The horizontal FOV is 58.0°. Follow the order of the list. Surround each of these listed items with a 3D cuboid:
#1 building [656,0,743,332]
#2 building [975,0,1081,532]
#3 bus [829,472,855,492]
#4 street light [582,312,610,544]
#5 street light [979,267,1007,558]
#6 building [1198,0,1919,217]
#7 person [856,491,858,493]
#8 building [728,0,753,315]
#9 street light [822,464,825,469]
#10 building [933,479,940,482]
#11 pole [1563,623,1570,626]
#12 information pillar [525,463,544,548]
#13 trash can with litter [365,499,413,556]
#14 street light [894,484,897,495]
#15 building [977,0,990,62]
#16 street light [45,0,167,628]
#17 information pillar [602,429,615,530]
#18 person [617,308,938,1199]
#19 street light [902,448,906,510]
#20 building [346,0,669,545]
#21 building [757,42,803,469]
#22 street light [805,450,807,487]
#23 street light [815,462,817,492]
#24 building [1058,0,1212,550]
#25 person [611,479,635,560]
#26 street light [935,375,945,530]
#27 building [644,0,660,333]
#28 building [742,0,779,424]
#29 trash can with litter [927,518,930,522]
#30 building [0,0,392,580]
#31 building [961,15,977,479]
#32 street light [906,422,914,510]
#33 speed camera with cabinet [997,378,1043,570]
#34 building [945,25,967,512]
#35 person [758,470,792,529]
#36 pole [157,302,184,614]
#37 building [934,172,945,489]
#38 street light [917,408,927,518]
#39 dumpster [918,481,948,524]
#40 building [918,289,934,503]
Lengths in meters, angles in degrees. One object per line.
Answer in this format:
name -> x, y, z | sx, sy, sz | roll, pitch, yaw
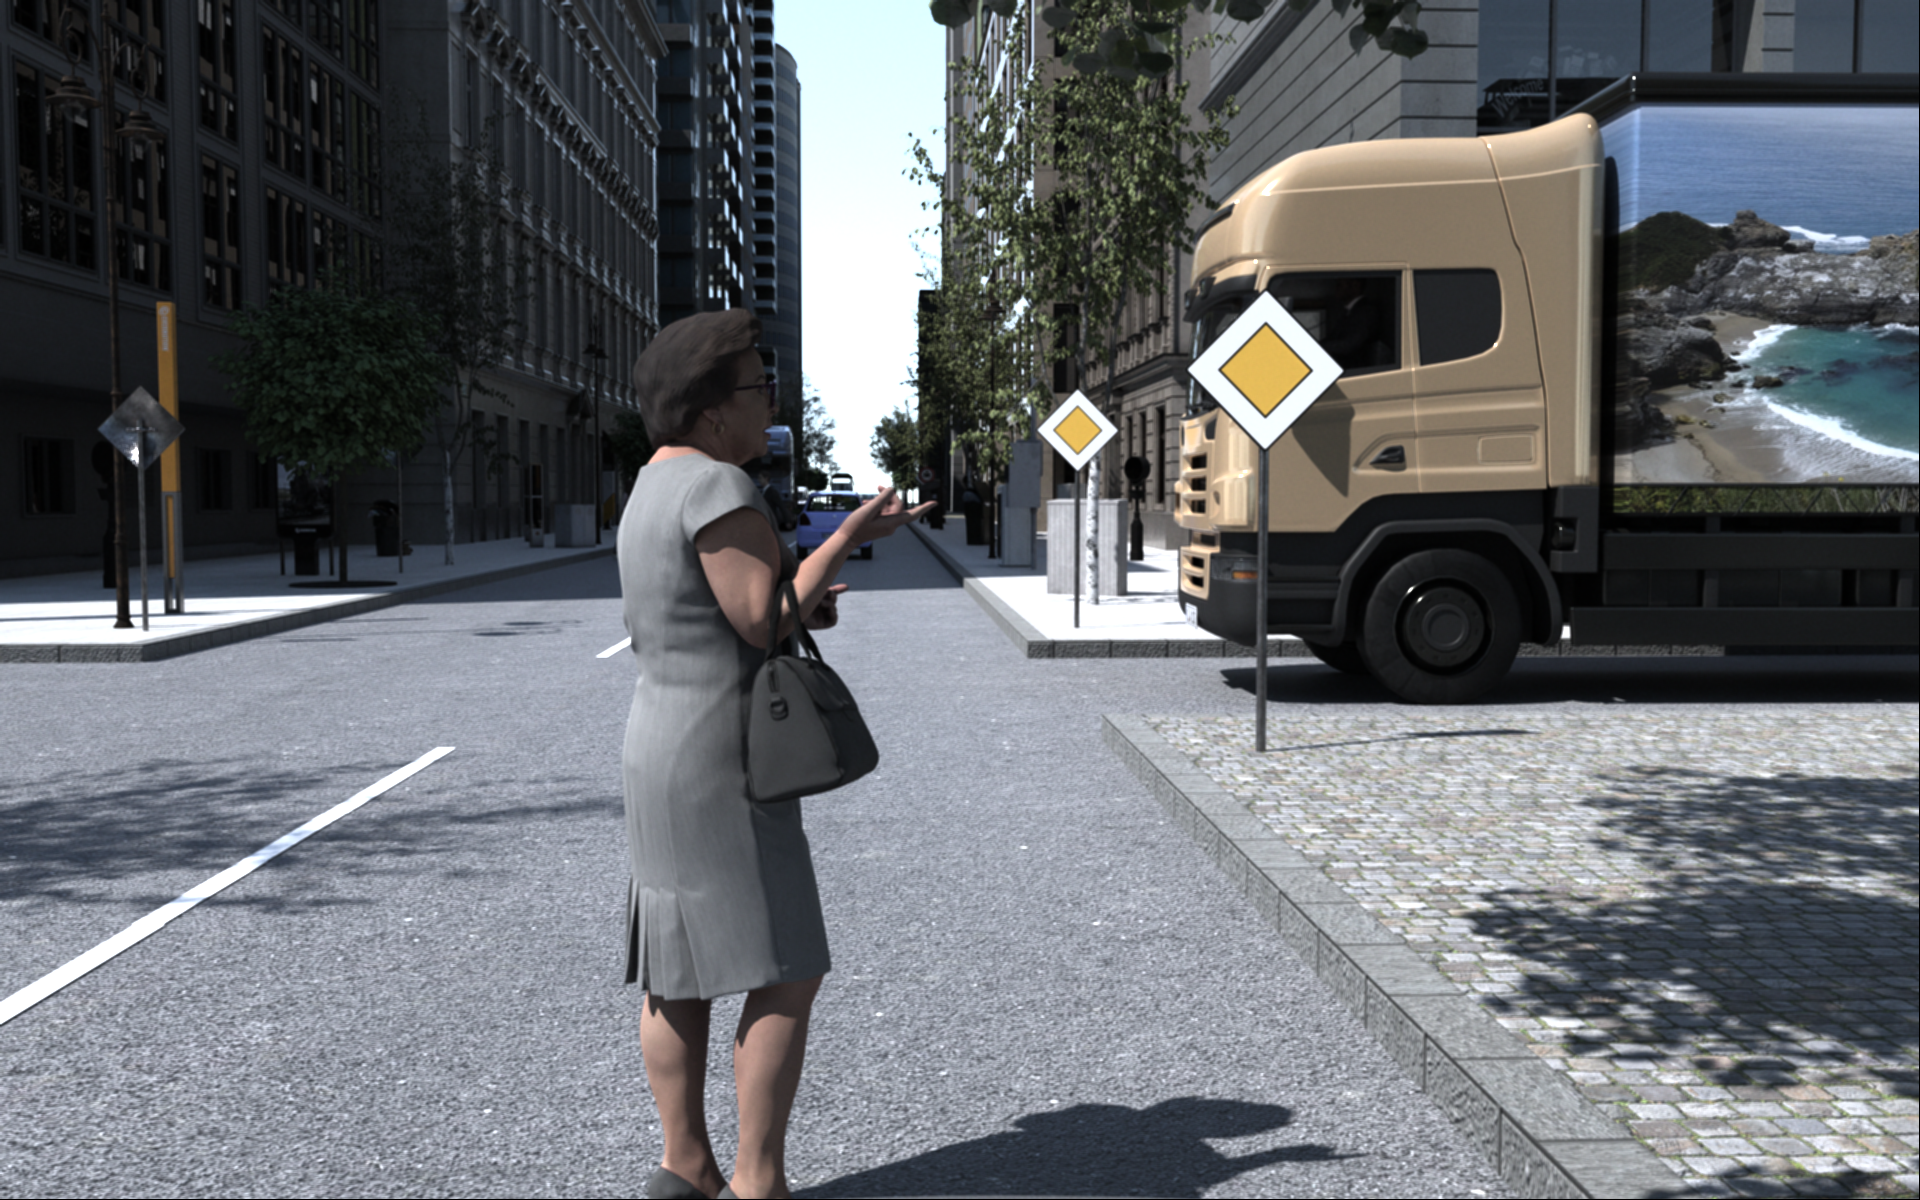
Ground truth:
building -> -28.019, -31.162, 129.111 | 23.786, 49.044, 30.456 | 0, 4, -3
building -> 11.226, -16.546, 75.037 | 19.350, 26.468, 34.151 | 0, 4, -3
bus -> -13.695, -12.783, 200.554 | 2.896, 3.916, 12.252 | 0, 4, -4
street light -> -9.273, -4.368, 44.213 | 0.468, 5.910, 1.993 | 0, 4, -3
street light -> 0.642, -3.769, 34.410 | 0.468, 5.910, 1.993 | 0, 4, -3
building -> 19.235, -15.095, 24.293 | 29.804, 29.767, 11.434 | 0, 4, -3
person -> -13.197, -13.012, 221.267 | 0.705, 1.821, 1.348 | 2, 4, 27
building -> -25.588, -30.675, 151.651 | 14.600, 45.320, 14.200 | 0, 4, -3
street light -> -18.359, -15.891, 232.611 | 0.468, 5.910, 1.993 | 0, 4, -3
building -> 11.936, -32.646, 225.638 | 32.217, 40.220, 23.993 | 0, 4, -3
pole -> 5.944, -1.402, 16.774 | 0.158, 3.312, 0.155 | 0, 3, 0
information pillar -> -10.196, -2.272, 41.639 | 0.304, 2.012, 0.304 | -2, 4, -23
trash can with litter -> -11.821, -1.502, 35.949 | 0.624, 1.170, 1.055 | 0, 4, 7
street light -> -6.899, -13.576, 194.751 | 0.468, 5.910, 1.993 | 0, 4, -3
building -> 7.903, -25.551, 101.351 | 14.154, 41.232, 14.086 | 0, 4, -3
street light -> -8.026, -2.670, 16.444 | 0.468, 5.910, 1.993 | 0, 4, -3
information pillar -> -12.658, -4.341, 62.331 | 0.504, 3.616, 0.183 | 2, 4, 28
person -> -0.342, 0.342, 3.260 | 0.532, 1.782, 0.716 | -2, 4, -28
street light -> -4.332, -10.215, 139.809 | 0.468, 5.910, 1.993 | 0, 4, -3
building -> -21.584, -17.582, 63.885 | 17.030, 29.872, 44.131 | 0, 4, -3
building -> -31.395, -41.606, 222.252 | 21.231, 58.520, 28.212 | 0, 4, -3
street light -> -15.640, -12.471, 176.691 | 0.468, 5.910, 1.993 | 0, 4, -3
street light -> -16.960, -14.157, 204.254 | 0.468, 5.910, 1.993 | 0, 4, -3
building -> 8.961, -11.224, 48.139 | 10.561, 19.102, 19.286 | 0, 4, -3
person -> -7.294, -1.761, 37.890 | 0.643, 1.750, 0.593 | 1, 4, 18
street light -> -0.669, -5.478, 62.352 | 0.468, 5.910, 1.993 | 0, 4, -3
building -> -30.884, -25.086, 102.041 | 32.217, 40.220, 23.993 | 0, 4, -3
building -> -30.261, -53.730, 191.161 | 22.319, 86.520, 31.000 | 0, 4, -3
trash can with litter -> -1.170, -4.131, 78.935 | 0.624, 1.170, 1.055 | -1, 4, -19
building -> -19.915, -14.432, 29.469 | 14.314, 27.812, 24.014 | 0, 4, -3
building -> 7.468, -28.454, 115.338 | 14.600, 45.320, 14.200 | 0, 4, -3
street light -> -3.024, -8.456, 111.046 | 0.468, 5.910, 1.993 | 0, 4, -3
speed camera with cabinet -> 1.015, -2.192, 30.182 | 0.660, 3.252, 2.038 | 0, 4, -4
building -> 9.322, -36.343, 136.213 | 21.231, 58.520, 28.212 | 0, 4, -3
person -> -3.433, -1.373, 30.729 | 0.755, 1.850, 0.659 | -2, 4, -26
pole -> -8.447, -1.510, 18.528 | 0.158, 3.312, 0.155 | 0, 3, 0
building -> 5.223, -23.628, 158.019 | 14.160, 30.474, 14.107 | 0, 4, -3
street light -> -2.002, -7.244, 91.235 | 0.468, 5.910, 1.993 | 0, 4, -3
dumpster -> -1.173, -4.294, 75.963 | 1.264, 1.857, 1.865 | 0, 4, -3
building -> 1.069, -28.915, 244.458 | 14.160, 30.474, 14.107 | 0, 4, -3
